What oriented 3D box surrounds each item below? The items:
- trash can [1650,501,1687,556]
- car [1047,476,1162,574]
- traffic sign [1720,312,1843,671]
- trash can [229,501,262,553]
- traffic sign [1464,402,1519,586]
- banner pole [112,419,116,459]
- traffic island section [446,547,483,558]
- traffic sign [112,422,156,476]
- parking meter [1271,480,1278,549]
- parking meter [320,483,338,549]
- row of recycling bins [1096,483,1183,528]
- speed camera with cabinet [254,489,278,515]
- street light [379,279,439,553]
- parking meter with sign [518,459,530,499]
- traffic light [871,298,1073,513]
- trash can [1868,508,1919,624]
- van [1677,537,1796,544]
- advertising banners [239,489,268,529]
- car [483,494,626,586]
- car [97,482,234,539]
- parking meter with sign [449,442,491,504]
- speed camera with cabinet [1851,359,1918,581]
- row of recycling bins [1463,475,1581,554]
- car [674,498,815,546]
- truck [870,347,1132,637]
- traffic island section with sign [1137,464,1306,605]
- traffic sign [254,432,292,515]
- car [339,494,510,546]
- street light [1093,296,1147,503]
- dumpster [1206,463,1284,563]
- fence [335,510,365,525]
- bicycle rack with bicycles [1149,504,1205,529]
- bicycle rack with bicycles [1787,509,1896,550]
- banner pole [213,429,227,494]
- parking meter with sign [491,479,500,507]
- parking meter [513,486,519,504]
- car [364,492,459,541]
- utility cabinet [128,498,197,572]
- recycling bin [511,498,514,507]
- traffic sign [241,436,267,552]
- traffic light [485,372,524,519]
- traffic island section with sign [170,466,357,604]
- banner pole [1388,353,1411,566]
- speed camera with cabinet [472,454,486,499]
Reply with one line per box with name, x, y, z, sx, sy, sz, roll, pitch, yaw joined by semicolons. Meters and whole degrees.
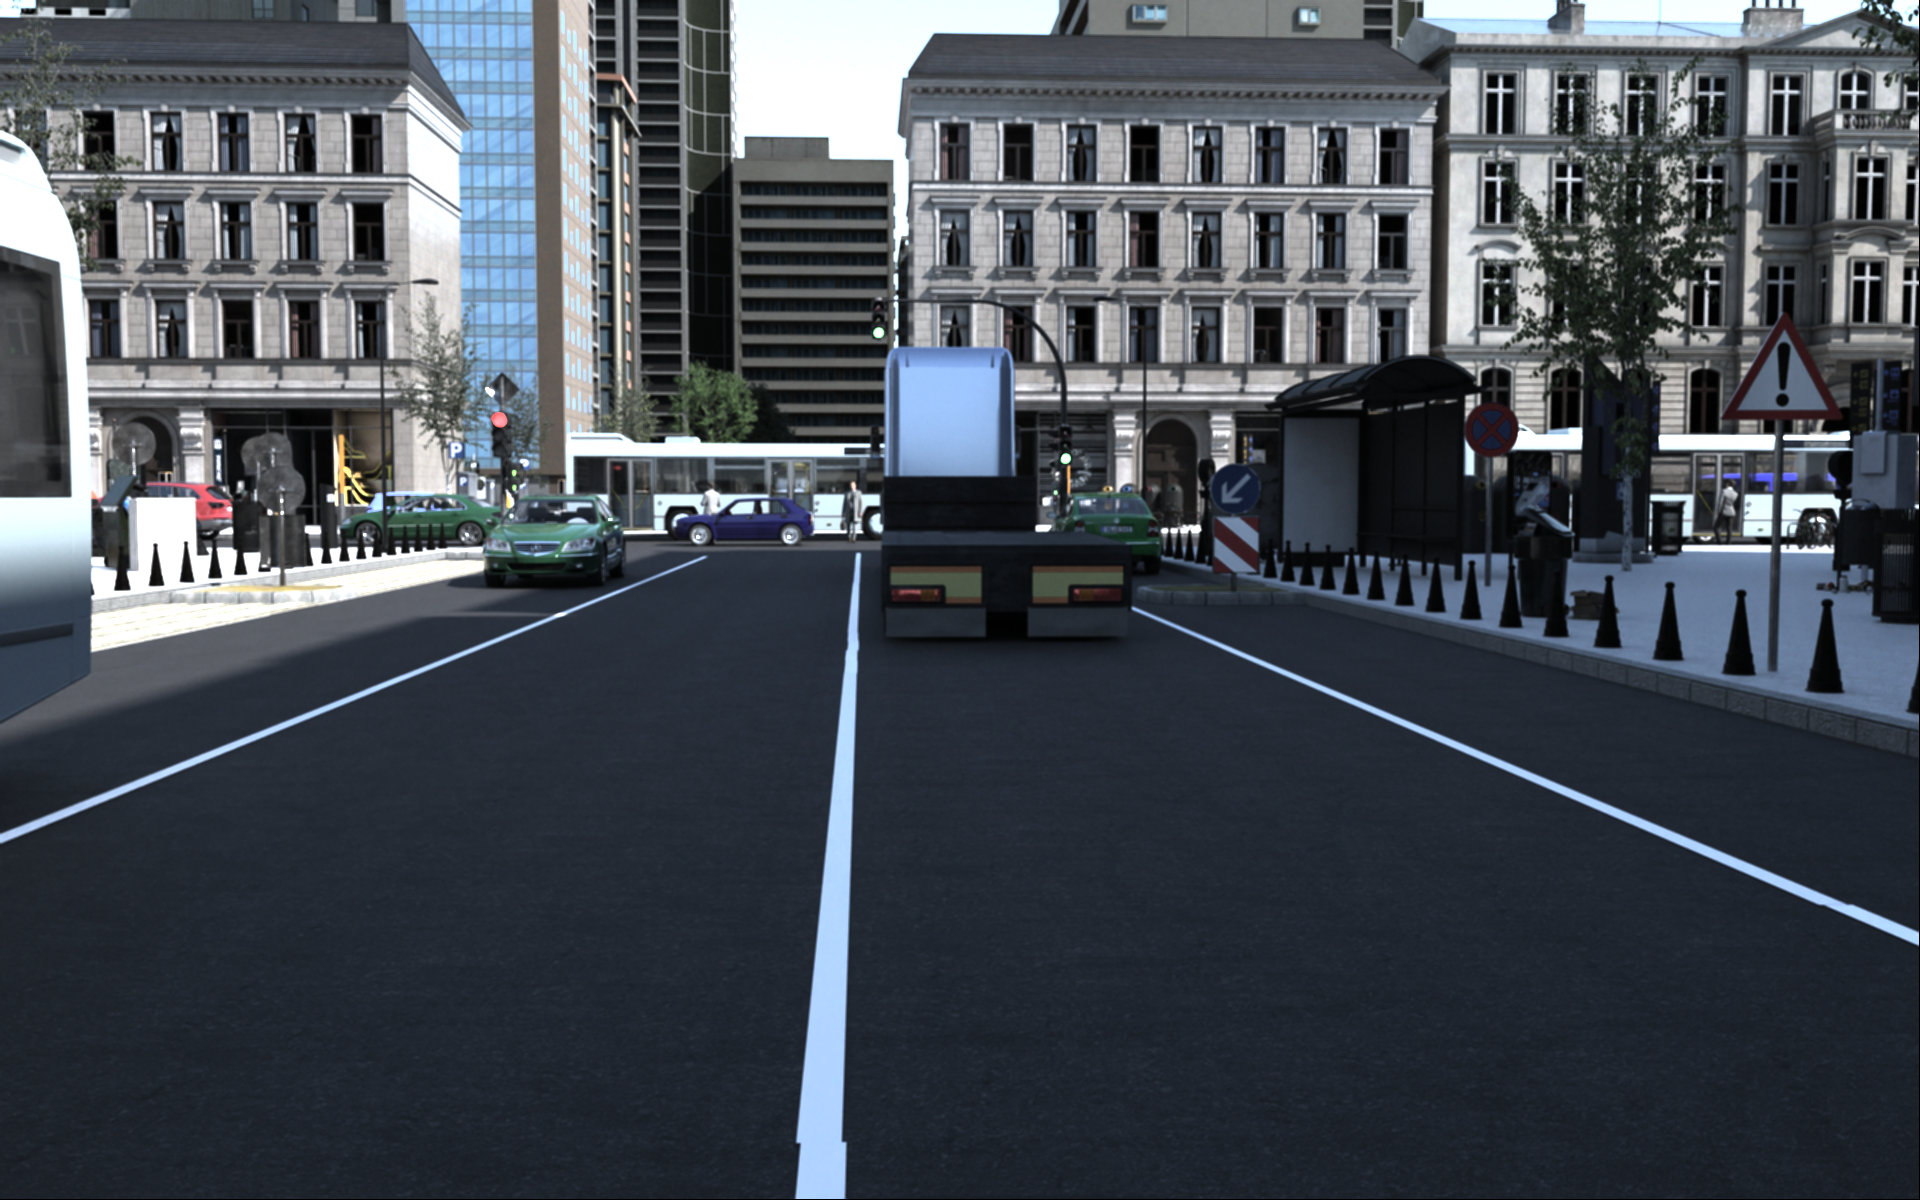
trash can;14.836;-1.510;36.337;0.748;1.137;0.748;0;3;0
car;2.657;-1.450;32.500;1.959;1.807;4.718;0;4;-2
traffic sign;5.891;-0.763;12.481;0.884;2.594;0.081;0;4;-2
trash can;-15.545;-1.598;37.788;0.748;1.137;0.748;0;3;0
traffic sign;7.350;-1.464;24.046;0.768;2.556;0.104;0;4;-2
banner pole;-27.856;-4.131;57.564;0.863;3.779;0.401;1;4;8
traffic island section;-10.572;-1.090;40.109;2.009;0.180;2.903;0;4;-3
traffic sign;-14.670;-1.875;30.768;0.768;2.556;0.104;0;4;-2
parking meter;7.480;-2.139;40.677;0.399;1.863;0.255;1;4;22
parking meter;-14.786;-1.967;40.573;0.372;1.533;0.369;0;3;0
row of recycling bins;6.914;-3.656;66.886;3.534;1.692;1.069;2;4;24
speed camera with cabinet;-24.706;-4.164;62.423;0.660;3.252;2.038;0;4;3
street light;-11.929;-3.969;37.441;1.470;5.913;1.316;0;4;-3
parking meter with sign;-21.624;-5.469;85.681;0.543;3.016;1.738;0;4;-8
traffic light;0.325;-4.024;40.461;4.771;5.953;1.251;0;4;-3
trash can;9.443;-0.342;17.250;0.748;1.137;0.748;0;3;0
van;23.124;-2.828;50.622;5.245;2.365;2.240;0;4;-2
advertising banners;-23.734;-3.830;58.813;2.074;3.025;0.090;2;4;26
car;-6.580;-1.017;28.425;2.131;1.459;4.920;0;4;-5
car;-25.299;-2.766;53.902;5.304;1.827;2.281;0;4;-4
parking meter with sign;-16.722;-3.835;58.961;0.543;3.016;1.738;1;4;11
speed camera with cabinet;13.996;-1.872;24.947;0.660;3.252;2.038;-2;4;-33
row of recycling bins;12.367;-1.867;37.636;3.534;1.692;1.069;0;4;0
car;-5.997;-2.190;48.380;3.894;1.354;1.945;0;4;-3
truck;0.060;-2.212;25.931;2.967;4.110;18.799;0;4;-2
traffic island section with sign;3.440;-0.899;23.324;1.989;1.847;2.006;0;4;-3
traffic sign;-14.135;-2.174;35.644;0.768;2.556;0.104;0;4;-3
car;-14.939;-2.257;48.695;4.920;1.459;2.131;0;4;-2
street light;3.808;-4.174;40.786;1.470;5.913;1.316;0;4;-3
dumpster;5.445;-1.652;32.772;1.264;1.857;1.865;0;4;-3
fence;-22.162;-2.938;63.414;2.069;0.683;0.278;-2;4;-25
bicycle rack with bicycles;7.690;-3.106;64.165;2.852;0.926;2.925;-2;4;-29
bicycle rack with bicycles;20.288;-1.633;40.080;2.925;0.926;2.852;-2;4;-33
banner pole;-28.414;-4.688;66.660;0.401;3.779;0.863;1;4;17
parking meter with sign;-24.659;-5.751;90.294;1.738;3.016;0.543;1;4;17
parking meter;-25.730;-5.796;100.468;0.399;1.863;0.255;-1;4;-10
car;-16.667;-2.715;53.978;3.694;1.707;1.945;0;4;-2
utility cabinet;-13.319;-1.087;28.936;0.306;1.237;1.020;3;4;38
recycling bin;-31.433;-6.614;120.691;0.722;1.027;0.722;3;4;39
traffic sign;-15.526;-2.338;38.333;0.768;2.556;0.104;0;4;1
traffic light;-10.532;-3.123;39.977;0.839;4.253;0.868;0;4;-3
traffic island section with sign;-9.309;-0.905;23.418;1.989;1.847;2.006;0;4;-3
banner pole;7.840;-2.516;31.150;0.401;3.779;0.863;-1;4;-8
speed camera with cabinet;-24.112;-5.515;84.510;0.660;3.252;2.038;2;4;32
